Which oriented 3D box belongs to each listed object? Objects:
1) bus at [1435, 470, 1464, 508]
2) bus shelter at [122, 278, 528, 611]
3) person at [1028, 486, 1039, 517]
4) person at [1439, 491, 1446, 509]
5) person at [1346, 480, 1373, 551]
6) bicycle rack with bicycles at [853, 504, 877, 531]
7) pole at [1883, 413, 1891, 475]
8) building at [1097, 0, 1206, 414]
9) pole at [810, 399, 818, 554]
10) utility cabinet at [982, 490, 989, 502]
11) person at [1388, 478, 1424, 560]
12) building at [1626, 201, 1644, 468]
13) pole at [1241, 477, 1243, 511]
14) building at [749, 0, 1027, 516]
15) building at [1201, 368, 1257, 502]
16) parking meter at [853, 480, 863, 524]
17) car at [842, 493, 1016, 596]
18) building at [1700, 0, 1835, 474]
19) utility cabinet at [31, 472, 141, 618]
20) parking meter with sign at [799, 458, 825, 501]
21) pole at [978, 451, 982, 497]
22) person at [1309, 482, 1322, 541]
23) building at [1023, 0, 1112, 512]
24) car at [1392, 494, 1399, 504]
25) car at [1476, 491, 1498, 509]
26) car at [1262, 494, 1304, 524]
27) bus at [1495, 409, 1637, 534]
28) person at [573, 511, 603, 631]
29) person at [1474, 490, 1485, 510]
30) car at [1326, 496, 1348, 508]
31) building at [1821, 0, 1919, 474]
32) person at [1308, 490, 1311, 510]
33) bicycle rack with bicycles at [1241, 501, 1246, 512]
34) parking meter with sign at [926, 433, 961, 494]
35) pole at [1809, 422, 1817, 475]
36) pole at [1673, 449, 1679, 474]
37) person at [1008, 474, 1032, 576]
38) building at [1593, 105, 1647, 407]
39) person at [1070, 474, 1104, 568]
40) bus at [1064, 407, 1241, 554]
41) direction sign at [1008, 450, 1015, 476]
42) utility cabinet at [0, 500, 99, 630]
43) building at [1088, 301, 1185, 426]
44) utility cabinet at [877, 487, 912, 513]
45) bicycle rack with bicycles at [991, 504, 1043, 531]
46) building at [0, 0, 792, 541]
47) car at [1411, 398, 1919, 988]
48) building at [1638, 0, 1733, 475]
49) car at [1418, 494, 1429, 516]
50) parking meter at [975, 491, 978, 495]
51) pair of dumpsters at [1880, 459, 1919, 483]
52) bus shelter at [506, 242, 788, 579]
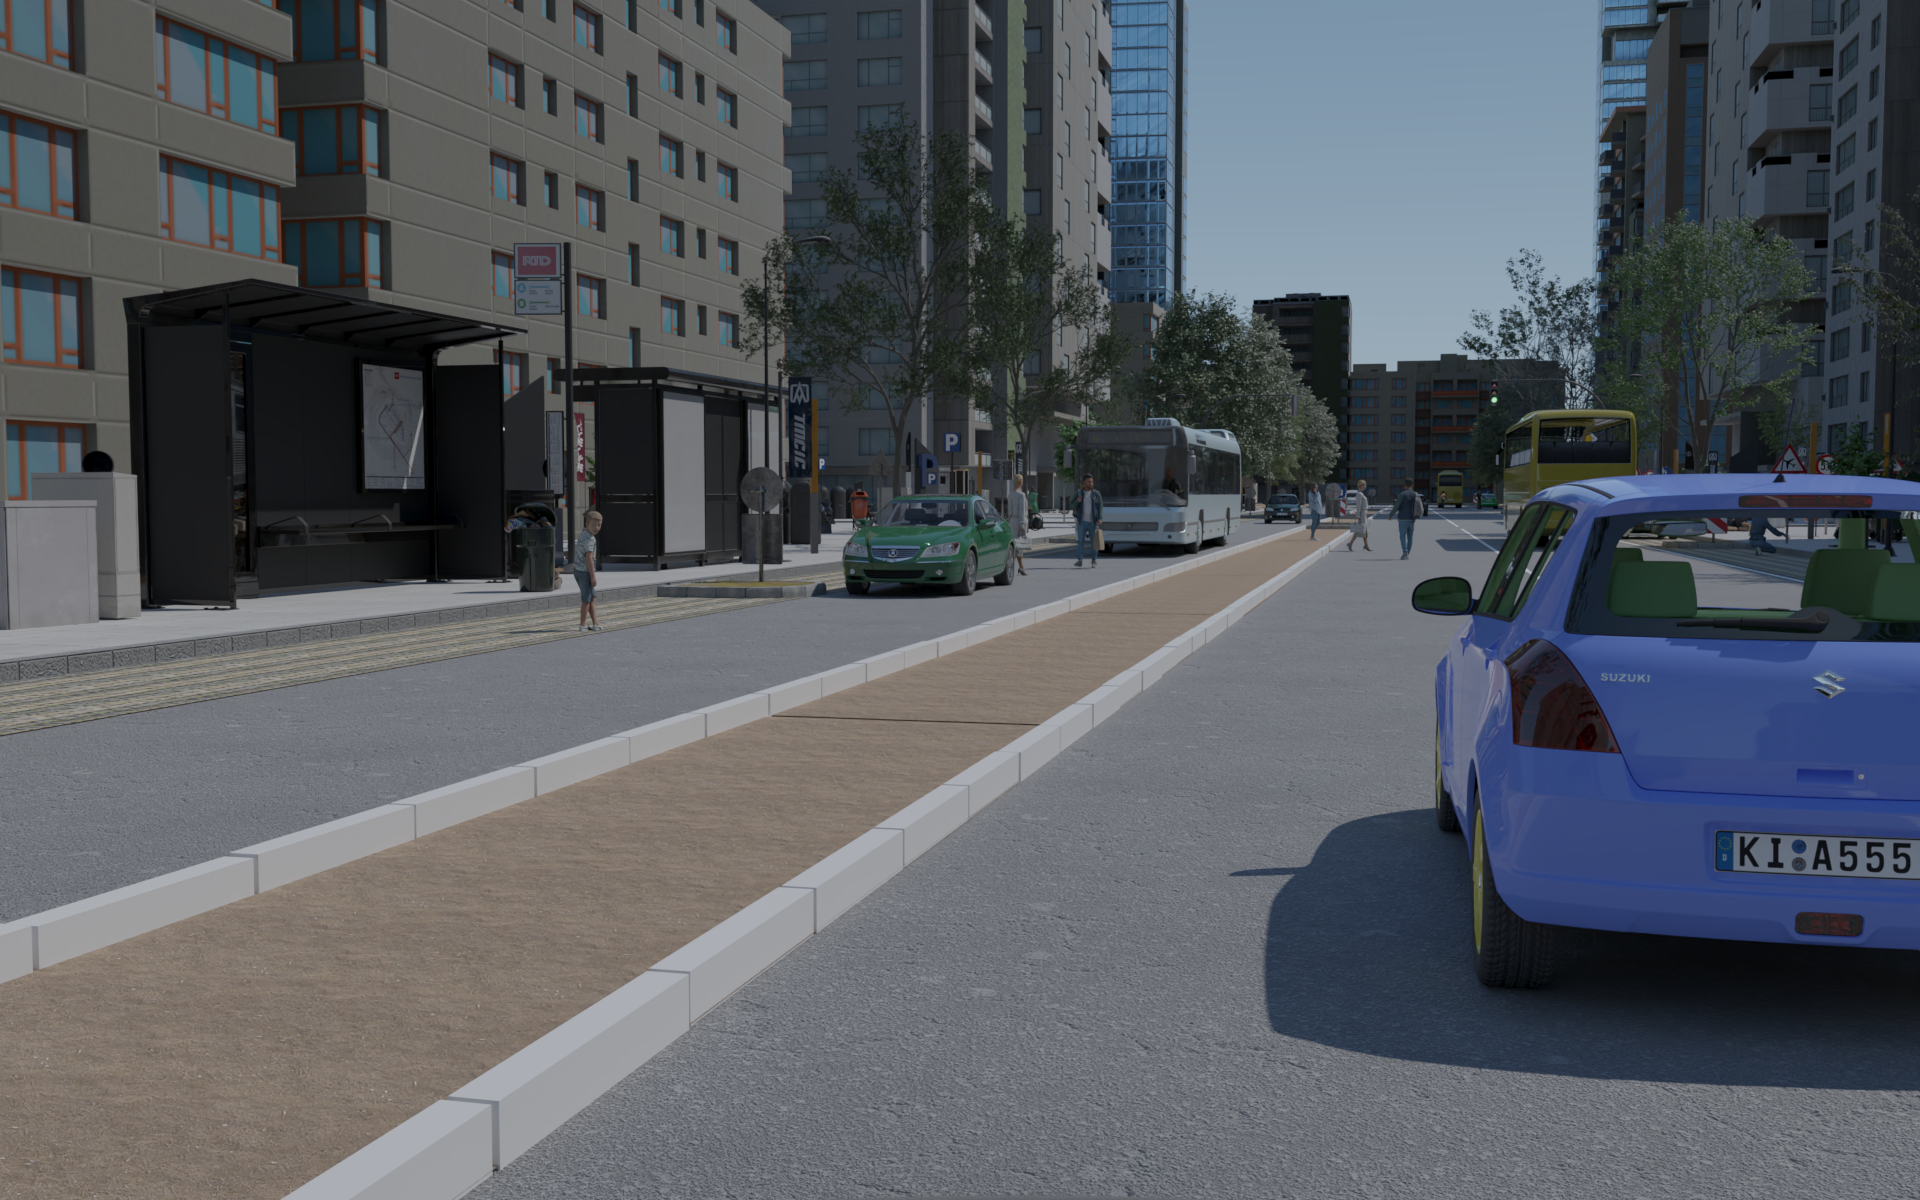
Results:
[{"bbox_3d":[50.936,-11.532,180.090,2.896,3.916,12.252,1,4,15],"label":"bus"},{"bbox_3d":[-7.772,-1.885,22.108,1.731,3.624,6.357,1,4,14],"label":"bus shelter"},{"bbox_3d":[3.260,-4.226,77.848,0.600,1.795,0.529,-1,4,-19],"label":"person"},{"bbox_3d":[46.817,-9.720,168.126,0.721,1.736,1.217,3,5,44],"label":"person"},{"bbox_3d":[10.017,-2.113,43.393,0.624,1.780,0.694,2,4,28],"label":"person"},{"bbox_3d":[-2.758,-2.946,61.551,2.852,0.926,2.925,3,5,39],"label":"bicycle rack with bicycles"},{"bbox_3d":[23.511,-3.063,43.919,0.158,3.312,0.155,0,3,0],"label":"pole"},{"bbox_3d":[15.237,-54.913,210.490,31.000,86.520,22.319,1,4,14],"label":"building"},{"bbox_3d":[-3.141,-2.654,37.237,0.158,3.312,0.155,0,3,0],"label":"pole"},{"bbox_3d":[1.869,-6.426,113.744,1.173,1.500,0.318,-2,4,-25],"label":"utility cabinet"},{"bbox_3d":[9.787,-1.776,37.891,0.623,1.781,0.721,-2,4,-25],"label":"person"},{"bbox_3d":[73.036,-24.430,171.129,14.160,30.474,14.107,1,4,14],"label":"building"},{"bbox_3d":[21.202,-8.360,130.524,0.158,3.312,0.155,0,3,0],"label":"pole"},{"bbox_3d":[-4.422,-25.592,102.022,14.154,41.232,14.086,1,4,14],"label":"building"},{"bbox_3d":[30.235,-25.680,264.908,28.899,21.520,27.650,1,4,14],"label":"building"},{"bbox_3d":[-4.364,-4.191,74.233,0.399,1.863,0.255,-1,4,-21],"label":"parking meter"},{"bbox_3d":[-0.380,-0.873,26.066,2.131,1.459,4.920,1,4,13],"label":"car"},{"bbox_3d":[67.413,-32.347,118.112,28.713,52.752,27.495,1,4,14],"label":"building"},{"bbox_3d":[-9.027,-0.564,17.905,1.173,1.500,0.318,2,4,23],"label":"utility cabinet"},{"bbox_3d":[-7.476,-5.412,84.743,1.738,3.016,0.543,2,4,29],"label":"parking meter with sign"},{"bbox_3d":[0.950,-5.419,82.451,0.158,3.312,0.155,0,3,0],"label":"pole"},{"bbox_3d":[10.865,-2.710,53.071,0.793,1.790,0.793,0,4,0],"label":"person"},{"bbox_3d":[-3.458,-33.234,132.616,28.713,52.752,27.495,1,4,14],"label":"building"},{"bbox_3d":[45.568,-10.313,178.401,2.009,1.686,4.222,1,4,15],"label":"car"},{"bbox_3d":[50.008,-9.504,164.179,1.959,1.807,4.718,1,4,14],"label":"car"},{"bbox_3d":[15.763,-4.563,84.392,2.009,1.686,4.222,1,4,13],"label":"car"},{"bbox_3d":[17.214,-3.556,49.689,2.896,3.916,12.252,1,4,14],"label":"bus"},{"bbox_3d":[-3.866,-0.298,18.052,0.352,1.250,0.332,1,4,17],"label":"person"},{"bbox_3d":[46.955,-9.018,156.458,1.217,1.766,0.721,-1,4,-15],"label":"person"},{"bbox_3d":[37.376,-9.775,171.613,2.131,1.459,4.920,1,4,14],"label":"car"},{"bbox_3d":[52.972,-19.316,87.511,14.107,30.474,14.160,1,4,14],"label":"building"},{"bbox_3d":[30.859,-8.781,152.095,0.660,1.820,0.620,2,4,32],"label":"person"},{"bbox_3d":[19.816,-6.857,125.488,2.852,0.926,2.925,-3,5,-40],"label":"bicycle rack with bicycles"},{"bbox_3d":[-0.644,-3.205,48.664,0.543,3.016,1.738,2,4,31],"label":"parking meter with sign"},{"bbox_3d":[24.215,-3.386,49.208,0.158,3.312,0.155,0,3,0],"label":"pole"},{"bbox_3d":[32.656,-5.212,79.058,0.158,3.312,0.155,0,3,0],"label":"pole"},{"bbox_3d":[0.960,-1.307,30.222,0.624,1.780,0.694,-1,4,-22],"label":"person"},{"bbox_3d":[82.365,-32.807,191.023,22.147,44.769,28.867,1,4,14],"label":"building"},{"bbox_3d":[2.503,-1.522,33.367,0.794,1.824,0.713,1,4,22],"label":"person"},{"bbox_3d":[5.266,-3.034,44.468,2.948,3.499,13.247,1,4,15],"label":"bus"},{"bbox_3d":[2.896,-5.953,89.329,0.876,3.537,0.379,-1,4,-12],"label":"direction sign"},{"bbox_3d":[-8.906,-0.346,16.819,0.306,1.237,1.020,2,4,23],"label":"utility cabinet"},{"bbox_3d":[7.573,-20.084,173.418,27.650,21.520,28.899,1,4,14],"label":"building"},{"bbox_3d":[-2.193,-3.023,58.113,1.173,1.500,0.318,2,4,29],"label":"utility cabinet"},{"bbox_3d":[1.453,-2.878,60.440,2.925,0.926,2.852,0,4,1],"label":"bicycle rack with bicycles"},{"bbox_3d":[-23.757,-12.862,55.333,28.899,21.520,27.650,1,4,14],"label":"building"},{"bbox_3d":[2.608,0.212,6.133,1.945,1.707,3.694,1,4,13],"label":"car"},{"bbox_3d":[69.990,-30.973,156.519,14.600,45.320,14.200,1,4,14],"label":"building"},{"bbox_3d":[29.467,-6.280,112.470,2.009,1.686,4.222,1,4,13],"label":"car"},{"bbox_3d":[1.018,-5.227,93.870,0.372,1.533,0.369,0,3,0],"label":"parking meter"},{"bbox_3d":[25.143,-2.749,47.432,1.574,2.255,4.437,1,4,14],"label":"pair of dumpsters"},{"bbox_3d":[-5.407,-3.211,30.137,2.179,5.291,8.768,1,4,15],"label":"bus shelter"}]
